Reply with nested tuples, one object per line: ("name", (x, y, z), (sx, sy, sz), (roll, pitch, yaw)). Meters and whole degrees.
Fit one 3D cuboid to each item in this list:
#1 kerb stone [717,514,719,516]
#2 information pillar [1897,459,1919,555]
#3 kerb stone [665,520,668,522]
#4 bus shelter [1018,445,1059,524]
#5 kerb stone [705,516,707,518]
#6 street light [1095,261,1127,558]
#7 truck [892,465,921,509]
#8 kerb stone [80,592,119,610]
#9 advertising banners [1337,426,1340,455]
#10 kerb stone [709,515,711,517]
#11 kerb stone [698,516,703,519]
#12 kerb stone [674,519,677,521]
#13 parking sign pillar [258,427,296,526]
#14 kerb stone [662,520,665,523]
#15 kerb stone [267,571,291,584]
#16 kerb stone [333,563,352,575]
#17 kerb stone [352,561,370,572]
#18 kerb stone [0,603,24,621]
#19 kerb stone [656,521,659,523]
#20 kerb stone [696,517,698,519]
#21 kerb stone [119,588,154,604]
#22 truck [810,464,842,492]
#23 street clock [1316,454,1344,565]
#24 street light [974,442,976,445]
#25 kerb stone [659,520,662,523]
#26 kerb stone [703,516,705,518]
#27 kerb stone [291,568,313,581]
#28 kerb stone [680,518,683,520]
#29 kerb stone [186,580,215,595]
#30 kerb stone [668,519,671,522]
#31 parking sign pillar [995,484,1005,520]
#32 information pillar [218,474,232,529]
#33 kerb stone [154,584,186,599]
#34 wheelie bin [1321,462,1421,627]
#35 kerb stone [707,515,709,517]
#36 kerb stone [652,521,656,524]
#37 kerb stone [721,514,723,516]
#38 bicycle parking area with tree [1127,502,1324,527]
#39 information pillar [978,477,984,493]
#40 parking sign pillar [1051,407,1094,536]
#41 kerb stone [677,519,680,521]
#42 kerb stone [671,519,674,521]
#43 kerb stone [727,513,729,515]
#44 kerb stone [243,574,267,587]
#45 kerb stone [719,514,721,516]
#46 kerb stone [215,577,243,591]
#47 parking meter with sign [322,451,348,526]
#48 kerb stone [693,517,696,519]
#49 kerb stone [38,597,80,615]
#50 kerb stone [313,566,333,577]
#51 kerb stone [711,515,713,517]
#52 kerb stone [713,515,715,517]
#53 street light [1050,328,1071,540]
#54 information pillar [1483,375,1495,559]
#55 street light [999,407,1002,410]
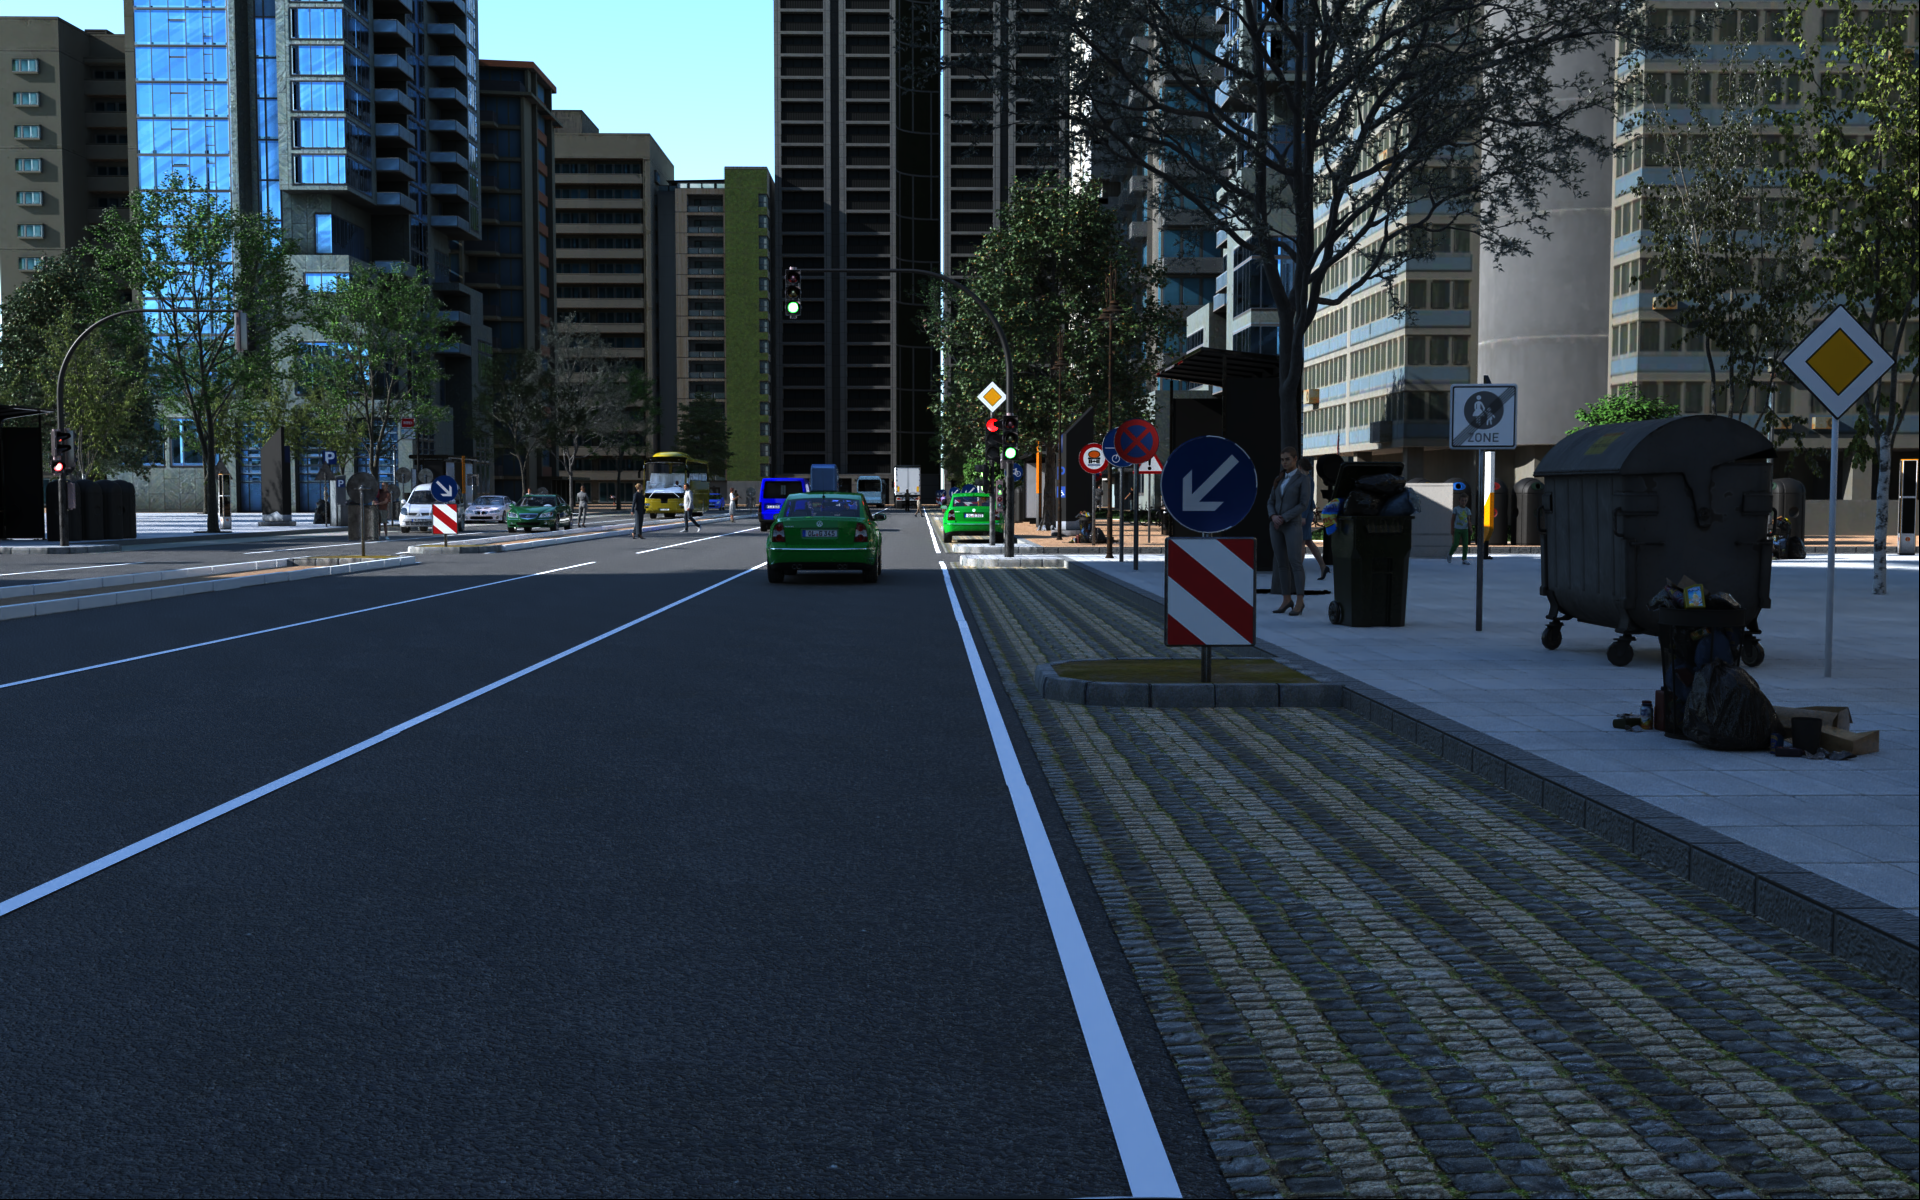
("kerb stone", (-15.066, -5.156, 106.499), (0.120, 0.150, 1.000), (0, 4, -1))
("information pillar", (19.912, -1.951, 36.390), (0.304, 2.012, 0.304), (1, 4, 20))
("kerb stone", (-14.568, -3.840, 84.975), (0.120, 0.150, 1.000), (0, 4, -1))
("bus shelter", (3.592, -4.768, 71.880), (2.014, 3.302, 5.546), (0, 4, -2))
("kerb stone", (-14.925, -4.781, 100.357), (0.120, 0.150, 1.000), (0, 4, -1))
("street light", (2.992, -3.772, 34.468), (0.468, 5.910, 1.993), (0, 4, -1))
("truck", (-5.331, -11.259, 172.998), (2.839, 4.237, 11.283), (0, 4, -3))
("kerb stone", (-10.968, 0.018, 21.913), (0.120, 0.150, 1.000), (0, 4, -1))
("advertising banners", (9.567, -2.918, 43.905), (0.090, 3.025, 2.074), (1, 4, 14))
("kerb stone", (-14.976, -4.904, 102.401), (0.120, 0.150, 1.000), (0, 4, -1))
("kerb stone", (-14.880, -4.656, 98.313), (0.120, 0.150, 1.000), (0, 4, -1))
("kerb stone", (-14.635, -4.025, 88.056), (0.120, 0.150, 1.000), (0, 4, -1))
("parking sign pillar", (-27.514, -4.966, 69.667), (1.447, 3.967, 1.447), (2, 4, 31))
("kerb stone", (-14.541, -3.777, 83.949), (0.120, 0.150, 1.000), (0, 4, -1))
("kerb stone", (-11.124, -0.358, 28.046), (0.120, 0.150, 1.000), (0, 4, -1))
("kerb stone", (-11.192, -0.539, 31.117), (0.120, 0.150, 1.000), (0, 4, -1))
("kerb stone", (-11.214, -0.608, 32.141), (0.120, 0.150, 1.000), (0, 4, -1))
("kerb stone", (-10.923, 0.143, 19.857), (0.120, 0.150, 1.000), (0, 4, -1))
("kerb stone", (-14.484, -3.645, 81.902), (0.120, 0.150, 1.000), (0, 4, -1))
("kerb stone", (-14.829, -4.529, 96.257), (0.120, 0.150, 1.000), (0, 4, -1))
("kerb stone", (-10.994, -0.045, 22.935), (0.120, 0.150, 1.000), (0, 4, -1))
("truck", (-12.187, -9.757, 149.293), (2.967, 4.110, 18.799), (0, 3, 0))
("street clock", (6.691, -1.636, 31.315), (0.471, 2.002, 0.358), (-1, 4, -20))
("street light", (1.027, -8.879, 117.964), (0.468, 5.910, 1.993), (0, 4, -1))
("kerb stone", (-14.517, -3.714, 82.924), (0.120, 0.150, 1.000), (0, 4, -1))
("kerb stone", (-14.901, -4.715, 99.336), (0.120, 0.150, 1.000), (0, 4, -1))
("kerb stone", (-11.139, -0.414, 29.072), (0.120, 0.150, 1.000), (0, 4, -1))
("kerb stone", (-14.694, -4.154, 90.108), (0.120, 0.150, 1.000), (0, 4, -1))
("kerb stone", (-11.046, -0.170, 24.981), (0.120, 0.150, 1.000), (0, 4, -1))
("kerb stone", (-14.588, -3.903, 86.003), (0.120, 0.150, 1.000), (0, 4, -1))
("parking sign pillar", (2.103, -5.975, 86.156), (1.447, 3.967, 1.447), (-1, 4, -14))
("information pillar", (-26.783, -3.586, 63.115), (0.304, 2.012, 0.304), (3, 5, 41))
("kerb stone", (-11.020, -0.106, 23.960), (0.120, 0.150, 1.000), (0, 4, -1))
("wheelie bin", (4.040, -0.549, 16.888), (0.980, 1.594, 0.693), (-1, 4, -10))
("kerb stone", (-14.948, -4.843, 101.379), (0.120, 0.150, 1.000), (0, 4, -1))
("kerb stone", (-14.464, -3.584, 80.879), (0.120, 0.150, 1.000), (0, 4, -1))
("kerb stone", (-15.110, -5.281, 108.547), (0.120, 0.150, 1.000), (0, 4, -1))
("bicycle parking area with tree", (10.848, -5.143, 71.091), (9.016, 4.147, 8.231), (1, 4, 16))
("information pillar", (1.173, -6.313, 94.575), (0.504, 3.616, 0.183), (-2, 4, -30))
("parking sign pillar", (3.520, -3.954, 53.115), (1.447, 3.967, 1.447), (3, 5, 44))
("kerb stone", (-14.651, -4.088, 89.087), (0.120, 0.150, 1.000), (0, 4, -1))
("kerb stone", (-14.608, -3.966, 87.034), (0.120, 0.150, 1.000), (0, 4, -1))
("kerb stone", (-15.193, -5.464, 111.618), (0.120, 0.150, 1.000), (0, 4, -1))
("kerb stone", (-11.104, -0.295, 27.024), (0.120, 0.150, 1.000), (0, 4, -1))
("kerb stone", (-15.101, -5.218, 107.525), (0.120, 0.150, 1.000), (0, 4, -1))
("kerb stone", (-11.062, -0.232, 26.003), (0.120, 0.150, 1.000), (0, 4, -1))
("parking meter with sign", (-24.928, -4.470, 69.343), (0.543, 3.016, 1.738), (-3, 5, -39))
("kerb stone", (-14.798, -4.467, 95.235), (0.120, 0.150, 1.000), (0, 4, -1))
("kerb stone", (-10.945, 0.080, 20.884), (0.120, 0.150, 1.000), (0, 4, -1))
("kerb stone", (-11.174, -0.483, 30.093), (0.120, 0.150, 1.000), (0, 4, -1))
("kerb stone", (-14.996, -4.968, 103.424), (0.120, 0.150, 1.000), (0, 4, -1))
("kerb stone", (-15.022, -5.026, 104.451), (0.120, 0.150, 1.000), (0, 4, -1))
("street light", (2.791, -4.624, 48.392), (0.468, 5.910, 1.993), (0, 4, -1))
("information pillar", (10.352, -2.605, 33.948), (0.183, 3.616, 0.504), (0, 4, -3))
("street light", (1.933, -6.731, 82.842), (0.468, 5.910, 1.993), (0, 4, -1))
